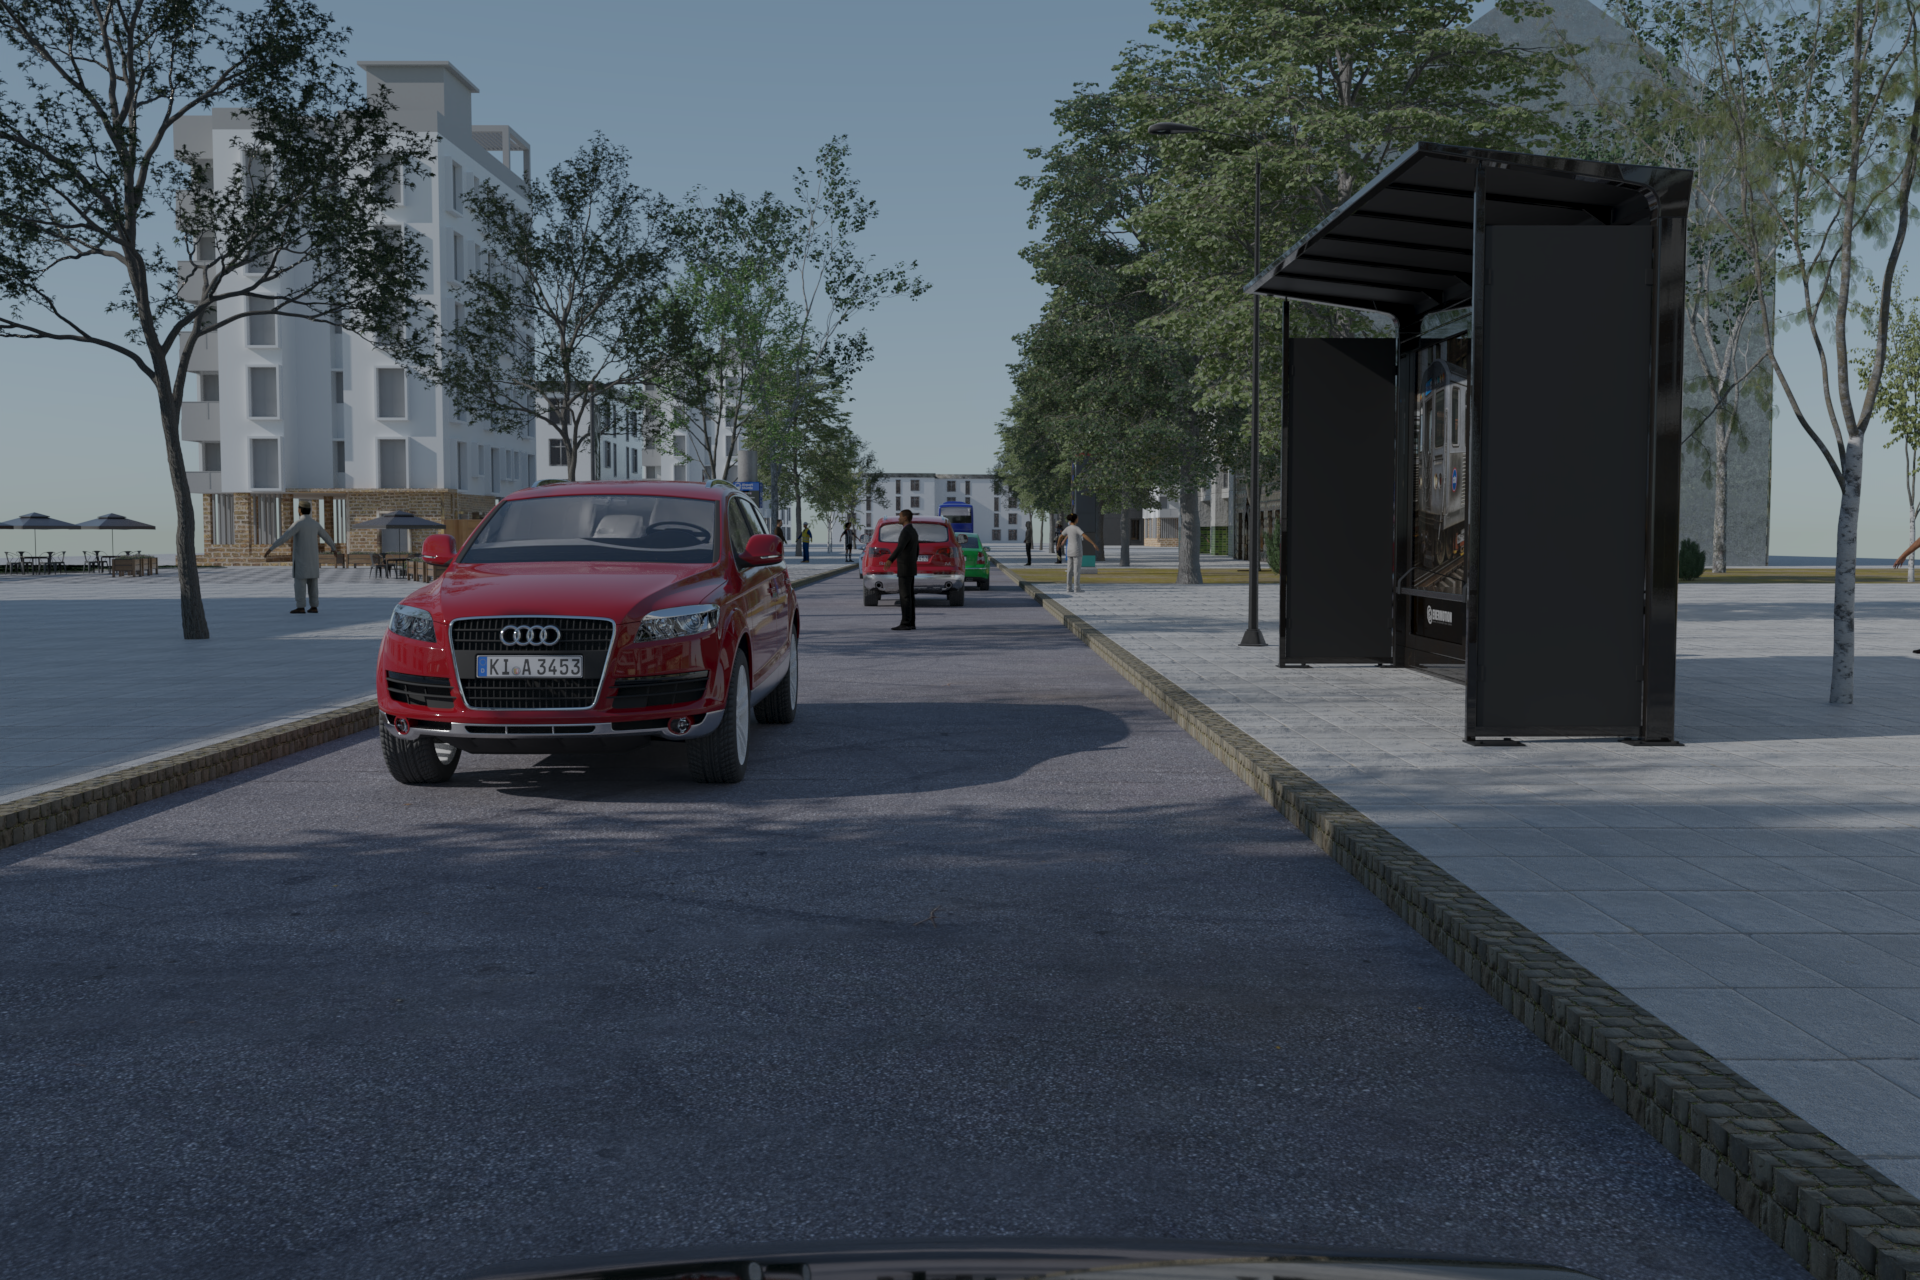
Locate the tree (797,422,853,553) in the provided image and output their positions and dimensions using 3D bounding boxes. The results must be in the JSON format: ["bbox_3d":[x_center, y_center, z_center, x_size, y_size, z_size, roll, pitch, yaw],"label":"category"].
[{"bbox_3d":[-8.606,-10.005,113.952,4.360,8.622,3.978,0,3,0],"label":"tree"}]

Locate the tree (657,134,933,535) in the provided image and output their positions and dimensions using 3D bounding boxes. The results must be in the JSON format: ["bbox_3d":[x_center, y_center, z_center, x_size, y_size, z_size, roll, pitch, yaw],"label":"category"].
[{"bbox_3d":[-8.088,-13.858,82.475,12.611,20.169,13.585,0,3,0],"label":"tree"}]

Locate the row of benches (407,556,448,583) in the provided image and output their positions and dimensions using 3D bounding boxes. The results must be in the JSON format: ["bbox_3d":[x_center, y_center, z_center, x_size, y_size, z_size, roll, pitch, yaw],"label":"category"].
[{"bbox_3d":[-14.086,-1.882,46.226,1.422,0.672,4.104,-2,4,-27],"label":"row of benches"}]

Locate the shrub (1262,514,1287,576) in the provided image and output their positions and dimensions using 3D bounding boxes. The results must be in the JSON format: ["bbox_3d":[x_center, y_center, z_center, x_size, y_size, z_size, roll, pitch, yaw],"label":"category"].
[{"bbox_3d":[10.070,-2.972,52.639,1.661,2.075,1.752,0,3,0],"label":"shrub"}]

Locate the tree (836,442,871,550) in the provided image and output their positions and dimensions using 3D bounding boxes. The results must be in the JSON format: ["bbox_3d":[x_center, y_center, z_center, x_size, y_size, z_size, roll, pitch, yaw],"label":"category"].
[{"bbox_3d":[-8.953,-11.289,134.930,4.737,8.622,4.395,0,3,0],"label":"tree"}]

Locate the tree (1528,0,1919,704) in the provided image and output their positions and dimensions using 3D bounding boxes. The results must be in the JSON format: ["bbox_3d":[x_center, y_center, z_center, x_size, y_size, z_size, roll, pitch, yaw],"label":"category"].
[{"bbox_3d":[6.685,-3.810,12.655,4.360,8.622,3.978,0,3,0],"label":"tree"}]

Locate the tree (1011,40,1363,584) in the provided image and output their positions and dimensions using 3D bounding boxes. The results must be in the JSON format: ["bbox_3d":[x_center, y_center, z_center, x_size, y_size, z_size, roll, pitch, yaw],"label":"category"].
[{"bbox_3d":[5.823,-8.409,44.137,9.857,13.997,8.962,0,3,0],"label":"tree"}]

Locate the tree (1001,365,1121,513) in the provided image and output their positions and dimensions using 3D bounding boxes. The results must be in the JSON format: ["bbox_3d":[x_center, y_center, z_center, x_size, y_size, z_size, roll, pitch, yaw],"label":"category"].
[{"bbox_3d":[5.934,-10.813,94.926,7.486,12.596,7.792,0,3,0],"label":"tree"}]

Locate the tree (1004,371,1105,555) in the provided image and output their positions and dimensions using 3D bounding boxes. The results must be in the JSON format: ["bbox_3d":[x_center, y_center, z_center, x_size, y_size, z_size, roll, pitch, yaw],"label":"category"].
[{"bbox_3d":[6.371,-11.450,105.339,7.486,12.596,7.792,0,3,0],"label":"tree"}]

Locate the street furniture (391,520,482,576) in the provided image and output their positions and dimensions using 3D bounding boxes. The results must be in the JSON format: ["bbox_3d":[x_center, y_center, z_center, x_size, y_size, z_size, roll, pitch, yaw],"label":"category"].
[{"bbox_3d":[-14.657,-3.074,57.117,11.010,1.723,9.812,0,4,-2],"label":"street furniture"}]

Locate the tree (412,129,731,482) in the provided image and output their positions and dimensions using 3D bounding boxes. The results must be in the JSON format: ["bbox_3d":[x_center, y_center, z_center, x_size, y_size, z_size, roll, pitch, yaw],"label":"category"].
[{"bbox_3d":[-8.600,-6.411,39.235,7.601,10.594,8.767,-3,4,-38],"label":"tree"}]

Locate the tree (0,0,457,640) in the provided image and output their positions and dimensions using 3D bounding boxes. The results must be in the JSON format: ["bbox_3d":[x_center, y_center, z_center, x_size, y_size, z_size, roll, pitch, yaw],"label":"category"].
[{"bbox_3d":[-9.662,-5.296,21.003,7.601,10.594,8.767,1,4,19],"label":"tree"}]

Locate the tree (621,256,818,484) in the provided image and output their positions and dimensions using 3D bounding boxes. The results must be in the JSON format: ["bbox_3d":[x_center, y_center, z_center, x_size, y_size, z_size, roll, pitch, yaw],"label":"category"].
[{"bbox_3d":[-9.139,-8.547,65.499,9.928,11.665,9.643,0,3,0],"label":"tree"}]

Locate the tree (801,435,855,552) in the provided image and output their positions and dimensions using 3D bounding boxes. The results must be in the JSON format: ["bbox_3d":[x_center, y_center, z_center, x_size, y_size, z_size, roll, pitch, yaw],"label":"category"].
[{"bbox_3d":[-9.071,-10.443,121.099,4.737,8.622,4.395,0,3,0],"label":"tree"}]

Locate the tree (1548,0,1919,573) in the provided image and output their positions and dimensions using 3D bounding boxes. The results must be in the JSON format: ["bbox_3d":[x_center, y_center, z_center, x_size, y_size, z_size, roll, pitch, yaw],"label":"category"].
[{"bbox_3d":[23.729,-12.307,57.111,12.611,20.169,13.585,0,3,0],"label":"tree"}]

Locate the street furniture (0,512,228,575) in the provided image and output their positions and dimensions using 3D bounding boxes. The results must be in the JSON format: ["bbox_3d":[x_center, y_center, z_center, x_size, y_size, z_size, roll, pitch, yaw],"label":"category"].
[{"bbox_3d":[-33.448,-2.876,52.048,14.083,1.986,27.439,0,4,1],"label":"street furniture"}]

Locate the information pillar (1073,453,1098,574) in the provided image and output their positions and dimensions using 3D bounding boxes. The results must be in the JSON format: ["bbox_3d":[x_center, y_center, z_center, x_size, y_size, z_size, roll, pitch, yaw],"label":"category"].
[{"bbox_3d":[4.012,-4.039,55.422,0.750,3.857,0.750,0,4,1],"label":"information pillar"}]

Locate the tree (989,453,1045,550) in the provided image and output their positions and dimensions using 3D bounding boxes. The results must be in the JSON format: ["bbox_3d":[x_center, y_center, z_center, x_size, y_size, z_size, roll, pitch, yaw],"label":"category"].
[{"bbox_3d":[6.410,-12.392,137.014,8.767,10.594,7.601,0,4,1],"label":"tree"}]

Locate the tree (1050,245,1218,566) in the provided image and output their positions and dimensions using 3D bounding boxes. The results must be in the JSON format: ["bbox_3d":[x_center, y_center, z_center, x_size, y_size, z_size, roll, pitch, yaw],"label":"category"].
[{"bbox_3d":[6.900,-9.205,68.626,7.486,12.596,7.792,0,3,0],"label":"tree"}]

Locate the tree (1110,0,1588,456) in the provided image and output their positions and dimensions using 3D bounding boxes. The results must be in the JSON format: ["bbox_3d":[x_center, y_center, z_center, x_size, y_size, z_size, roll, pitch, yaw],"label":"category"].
[{"bbox_3d":[5.623,-6.616,26.304,7.486,12.596,7.792,0,3,0],"label":"tree"}]

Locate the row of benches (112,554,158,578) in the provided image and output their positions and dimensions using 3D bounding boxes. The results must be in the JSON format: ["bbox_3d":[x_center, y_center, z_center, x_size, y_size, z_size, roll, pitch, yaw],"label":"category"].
[{"bbox_3d":[-25.239,-2.295,52.991,1.422,0.672,4.104,-1,4,-15],"label":"row of benches"}]

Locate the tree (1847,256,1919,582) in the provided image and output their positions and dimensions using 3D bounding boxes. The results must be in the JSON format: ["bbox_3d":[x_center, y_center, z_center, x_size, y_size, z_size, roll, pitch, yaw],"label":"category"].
[{"bbox_3d":[25.545,-5.841,45.861,4.737,8.622,4.395,0,3,0],"label":"tree"}]

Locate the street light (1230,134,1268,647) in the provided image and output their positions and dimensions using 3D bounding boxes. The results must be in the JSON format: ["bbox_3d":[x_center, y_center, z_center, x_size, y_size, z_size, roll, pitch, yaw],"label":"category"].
[{"bbox_3d":[3.906,-2.884,19.696,1.470,5.913,1.316,0,4,0],"label":"street light"}]

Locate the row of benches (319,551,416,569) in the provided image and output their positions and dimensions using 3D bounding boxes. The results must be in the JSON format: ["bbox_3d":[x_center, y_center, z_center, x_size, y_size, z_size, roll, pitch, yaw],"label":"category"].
[{"bbox_3d":[-22.139,-2.998,64.484,4.104,0.672,1.422,1,4,10],"label":"row of benches"}]

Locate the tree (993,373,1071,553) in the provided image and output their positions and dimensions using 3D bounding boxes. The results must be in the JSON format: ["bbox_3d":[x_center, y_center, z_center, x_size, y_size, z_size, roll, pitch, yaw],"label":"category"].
[{"bbox_3d":[5.686,-12.041,115.002,7.486,12.596,7.792,0,3,0],"label":"tree"}]

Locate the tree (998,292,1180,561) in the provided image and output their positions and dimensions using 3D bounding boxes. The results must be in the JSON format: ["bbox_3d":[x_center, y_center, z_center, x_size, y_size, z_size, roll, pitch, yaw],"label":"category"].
[{"bbox_3d":[6.664,-10.717,81.884,9.857,13.997,8.962,0,3,0],"label":"tree"}]

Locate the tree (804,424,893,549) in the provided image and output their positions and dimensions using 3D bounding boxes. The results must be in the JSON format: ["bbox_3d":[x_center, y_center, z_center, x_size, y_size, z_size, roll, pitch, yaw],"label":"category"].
[{"bbox_3d":[-9.033,-12.821,144.030,7.601,10.594,8.767,2,4,25],"label":"tree"}]

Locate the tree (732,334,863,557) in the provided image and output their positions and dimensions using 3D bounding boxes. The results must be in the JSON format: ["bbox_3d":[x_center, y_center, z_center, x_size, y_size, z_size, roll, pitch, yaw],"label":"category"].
[{"bbox_3d":[-9.585,-11.034,98.536,7.486,12.596,7.792,0,3,0],"label":"tree"}]

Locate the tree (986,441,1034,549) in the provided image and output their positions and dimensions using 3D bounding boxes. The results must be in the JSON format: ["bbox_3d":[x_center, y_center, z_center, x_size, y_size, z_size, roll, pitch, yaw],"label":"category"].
[{"bbox_3d":[6.140,-12.913,145.545,8.767,10.594,7.601,1,4,9],"label":"tree"}]

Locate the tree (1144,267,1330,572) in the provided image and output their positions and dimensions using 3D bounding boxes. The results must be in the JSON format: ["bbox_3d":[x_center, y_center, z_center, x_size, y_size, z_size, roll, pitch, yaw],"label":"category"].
[{"bbox_3d":[9.996,-8.142,58.872,9.928,11.665,9.643,0,3,0],"label":"tree"}]

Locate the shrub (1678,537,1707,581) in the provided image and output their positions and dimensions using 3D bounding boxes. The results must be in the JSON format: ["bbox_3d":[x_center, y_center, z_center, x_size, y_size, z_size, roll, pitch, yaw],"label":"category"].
[{"bbox_3d":[20.082,-2.242,47.769,1.383,1.207,1.383,0,3,0],"label":"shrub"}]
